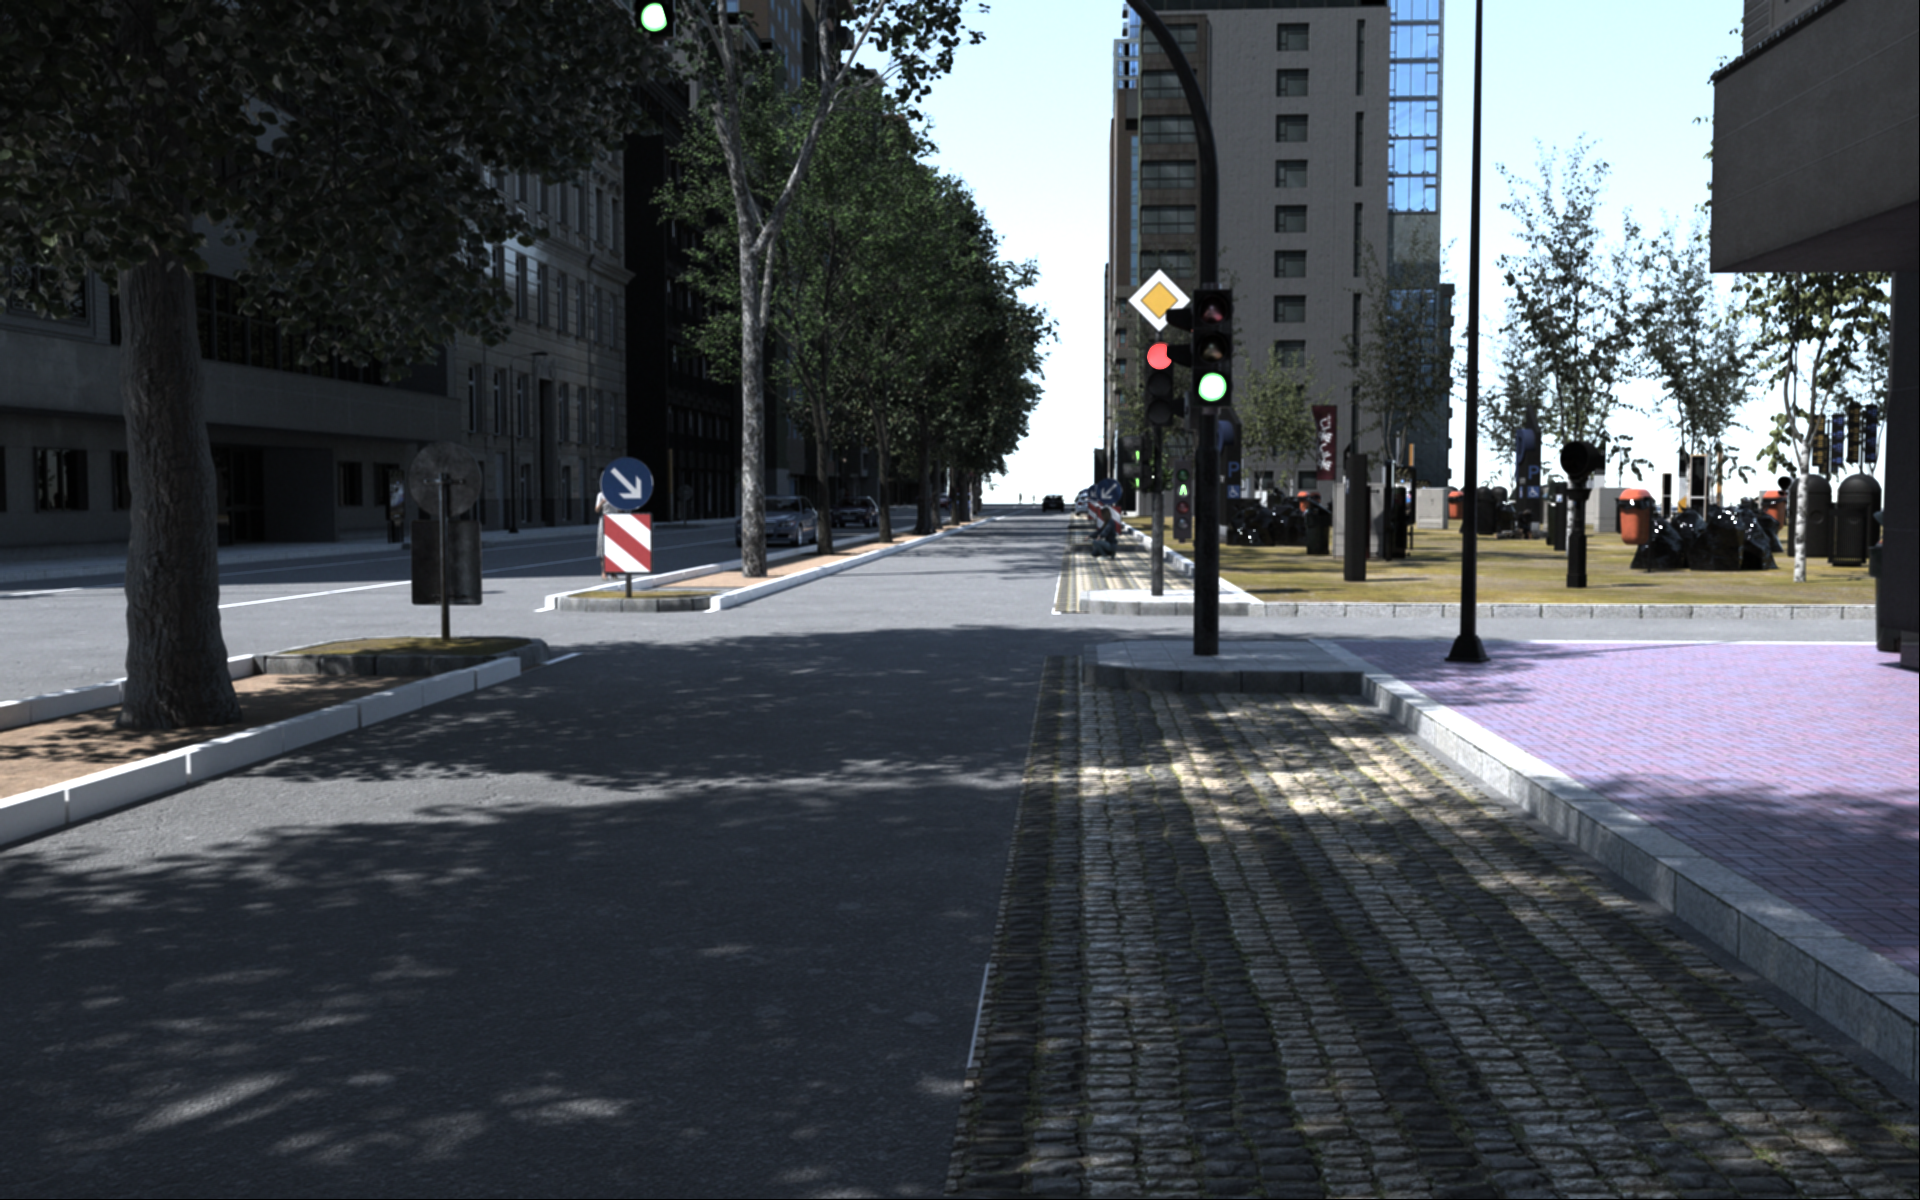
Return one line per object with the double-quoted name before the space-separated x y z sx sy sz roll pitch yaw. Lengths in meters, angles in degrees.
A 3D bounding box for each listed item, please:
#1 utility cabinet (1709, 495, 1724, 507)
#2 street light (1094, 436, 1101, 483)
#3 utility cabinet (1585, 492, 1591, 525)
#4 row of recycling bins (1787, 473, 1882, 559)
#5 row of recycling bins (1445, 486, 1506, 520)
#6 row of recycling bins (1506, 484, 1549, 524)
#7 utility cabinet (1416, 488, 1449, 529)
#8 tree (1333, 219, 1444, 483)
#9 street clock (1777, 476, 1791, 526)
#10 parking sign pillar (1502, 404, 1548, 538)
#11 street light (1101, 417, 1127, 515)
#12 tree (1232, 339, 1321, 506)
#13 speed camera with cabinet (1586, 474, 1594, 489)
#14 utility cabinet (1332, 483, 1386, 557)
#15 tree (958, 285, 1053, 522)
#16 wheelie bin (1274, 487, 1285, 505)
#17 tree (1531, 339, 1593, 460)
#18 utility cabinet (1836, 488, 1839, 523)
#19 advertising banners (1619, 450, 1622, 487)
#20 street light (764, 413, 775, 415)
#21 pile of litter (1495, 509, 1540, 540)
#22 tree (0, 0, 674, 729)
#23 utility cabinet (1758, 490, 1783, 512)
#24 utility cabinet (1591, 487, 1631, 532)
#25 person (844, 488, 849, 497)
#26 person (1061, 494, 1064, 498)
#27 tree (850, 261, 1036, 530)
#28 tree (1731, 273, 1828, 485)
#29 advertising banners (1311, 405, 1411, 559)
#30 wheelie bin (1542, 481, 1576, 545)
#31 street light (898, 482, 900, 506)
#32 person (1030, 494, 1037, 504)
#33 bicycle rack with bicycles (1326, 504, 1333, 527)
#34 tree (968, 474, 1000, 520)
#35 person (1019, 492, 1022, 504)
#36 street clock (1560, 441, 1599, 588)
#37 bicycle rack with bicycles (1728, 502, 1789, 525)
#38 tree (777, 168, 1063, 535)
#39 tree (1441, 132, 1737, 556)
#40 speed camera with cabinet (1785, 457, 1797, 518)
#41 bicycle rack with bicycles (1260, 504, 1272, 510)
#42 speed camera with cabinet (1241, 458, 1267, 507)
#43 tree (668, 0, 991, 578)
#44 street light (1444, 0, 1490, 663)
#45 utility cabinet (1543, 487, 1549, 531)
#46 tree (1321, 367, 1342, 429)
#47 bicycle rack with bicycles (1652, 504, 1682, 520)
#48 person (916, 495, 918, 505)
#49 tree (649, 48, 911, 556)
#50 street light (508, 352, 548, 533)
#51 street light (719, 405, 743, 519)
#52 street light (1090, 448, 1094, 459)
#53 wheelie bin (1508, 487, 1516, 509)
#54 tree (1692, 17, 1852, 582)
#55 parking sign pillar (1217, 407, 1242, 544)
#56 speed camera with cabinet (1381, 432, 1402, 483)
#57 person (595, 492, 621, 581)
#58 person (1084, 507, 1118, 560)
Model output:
"utility cabinet" 38.687 -4.760 88.983 0.306 1.237 1.020 -2 4 -27
"street light" 11.647 -10.148 138.458 1.470 5.913 1.316 0 4 4
"utility cabinet" 25.899 -3.873 72.001 1.173 1.500 0.318 2 4 34
"row of recycling bins" 18.459 -1.677 34.530 3.534 1.692 1.069 2 4 30
"row of recycling bins" 26.148 -4.942 87.907 3.534 1.692 1.069 -1 4 -12
"row of recycling bins" 25.106 -4.132 74.675 1.069 1.692 3.534 -1 4 -14
"utility cabinet" 17.155 -3.316 62.895 0.318 1.500 1.173 -3 4 -36
"tree" 12.106 -5.938 47.451 4.360 8.622 3.978 0 3 0
"street clock" 33.408 -4.015 70.223 0.471 2.002 0.358 3 5 42
"parking sign pillar" 16.862 -3.847 51.378 1.447 3.967 1.447 0 4 5
"street light" 9.378 -8.046 104.098 1.470 5.913 1.316 0 4 4
"tree" 14.442 -8.113 83.013 4.737 8.622 4.395 0 3 0
"speed camera with cabinet" 34.567 -6.064 93.486 0.660 3.252 2.038 -1 4 -12
"utility cabinet" 8.173 -1.619 35.147 1.173 1.500 0.318 0 4 8
"tree" 0.218 -10.926 87.751 9.857 13.997 8.962 0 3 0
"wheelie bin" 14.064 -4.226 77.005 0.693 1.594 0.980 2 4 26
"tree" 28.202 -7.893 79.417 4.737 8.622 4.395 0 3 0
"utility cabinet" 32.654 -3.384 64.000 0.318 1.500 1.173 1 4 18
"advertising banners" 26.099 -4.401 68.145 0.090 3.025 2.074 2 4 31
"street light" -11.302 -7.749 99.229 1.470 5.913 1.316 0 4 4
"pile of litter" 15.964 -2.182 49.633 1.176 0.858 1.719 0 4 6
"tree" -4.839 -6.187 10.268 9.857 13.997 8.962 0 3 0
"utility cabinet" 40.607 -4.769 86.653 1.173 1.500 0.318 0 4 5
"utility cabinet" 21.598 -2.977 57.352 1.173 1.500 0.318 -1 4 -13
"person" -7.346 -6.295 111.362 0.705 1.831 1.348 -2 4 -24
"person" 13.923 -13.830 237.805 0.799 1.438 0.628 0 4 -1
"tree" -0.860 -9.054 68.619 7.486 12.596 7.792 0 3 0
"tree" 18.821 -5.737 44.160 4.360 8.622 3.978 0 3 0
"advertising banners" 7.909 -2.325 34.199 2.074 3.025 0.090 -1 4 -9
"wheelie bin" 15.028 -2.162 43.259 0.980 1.594 0.693 2 4 34
"street light" -5.867 -12.823 182.196 1.470 5.913 1.316 0 4 4
"person" 10.287 -14.046 241.374 0.991 1.433 0.599 0 4 4
"bicycle rack with bicycles" 14.020 -3.084 63.805 2.852 0.926 2.925 -2 4 -29
"tree" 0.647 -8.729 95.544 4.360 8.622 3.978 0 3 0
"person" 8.552 -14.256 242.108 0.617 1.759 0.750 -2 4 -34
"street clock" 8.454 -1.169 23.688 0.358 2.002 0.471 -2 4 -34
"bicycle rack with bicycles" 34.205 -3.588 72.052 2.852 0.926 2.925 -1 4 -15
"tree" -1.243 -8.595 59.989 9.611 12.733 9.660 0 3 0
"tree" 12.670 -5.199 35.373 4.360 8.622 3.978 0 3 0
"speed camera with cabinet" 44.969 -5.988 92.239 2.038 3.252 0.660 1 4 18
"bicycle rack with bicycles" 10.807 -3.055 63.324 2.925 0.926 2.852 1 4 22
"speed camera with cabinet" 16.398 -6.225 96.114 2.038 3.252 0.660 1 4 23
"tree" -2.366 -10.385 28.144 12.611 20.169 13.585 0 3 0
"street light" 3.373 -2.488 13.214 1.470 5.913 1.316 0 4 4
"utility cabinet" 18.115 -2.717 53.098 0.318 1.500 1.173 1 4 11
"tree" 17.251 -8.482 89.037 4.737 8.622 4.395 0 3 0
"bicycle rack with bicycles" 25.081 -2.998 62.398 2.852 0.926 2.925 -1 4 -15
"person" -3.201 -7.533 134.893 0.421 1.427 0.697 -1 4 -9
"tree" -3.250 -6.852 40.250 9.928 11.665 9.643 0 3 0
"street light" -14.125 -5.146 56.674 1.470 5.913 1.316 0 4 4
"street light" -11.895 -7.215 90.509 1.470 5.913 1.316 0 4 4
"street light" 13.922 -12.240 172.662 1.470 5.913 1.316 0 4 4
"wheelie bin" 19.429 -3.185 59.976 0.693 1.594 0.980 -1 4 -16
"tree" 12.474 -4.568 25.043 4.737 8.622 4.395 0 3 0
"parking sign pillar" 6.950 -3.486 45.470 1.447 3.967 1.447 -1 4 -12
"speed camera with cabinet" 13.923 -3.744 55.554 0.660 3.252 2.038 1 4 20
"person" -5.798 -1.203 28.737 0.480 1.755 0.524 -2 4 -35
"person" 3.062 -1.434 37.439 0.738 1.151 1.012 0 4 2
